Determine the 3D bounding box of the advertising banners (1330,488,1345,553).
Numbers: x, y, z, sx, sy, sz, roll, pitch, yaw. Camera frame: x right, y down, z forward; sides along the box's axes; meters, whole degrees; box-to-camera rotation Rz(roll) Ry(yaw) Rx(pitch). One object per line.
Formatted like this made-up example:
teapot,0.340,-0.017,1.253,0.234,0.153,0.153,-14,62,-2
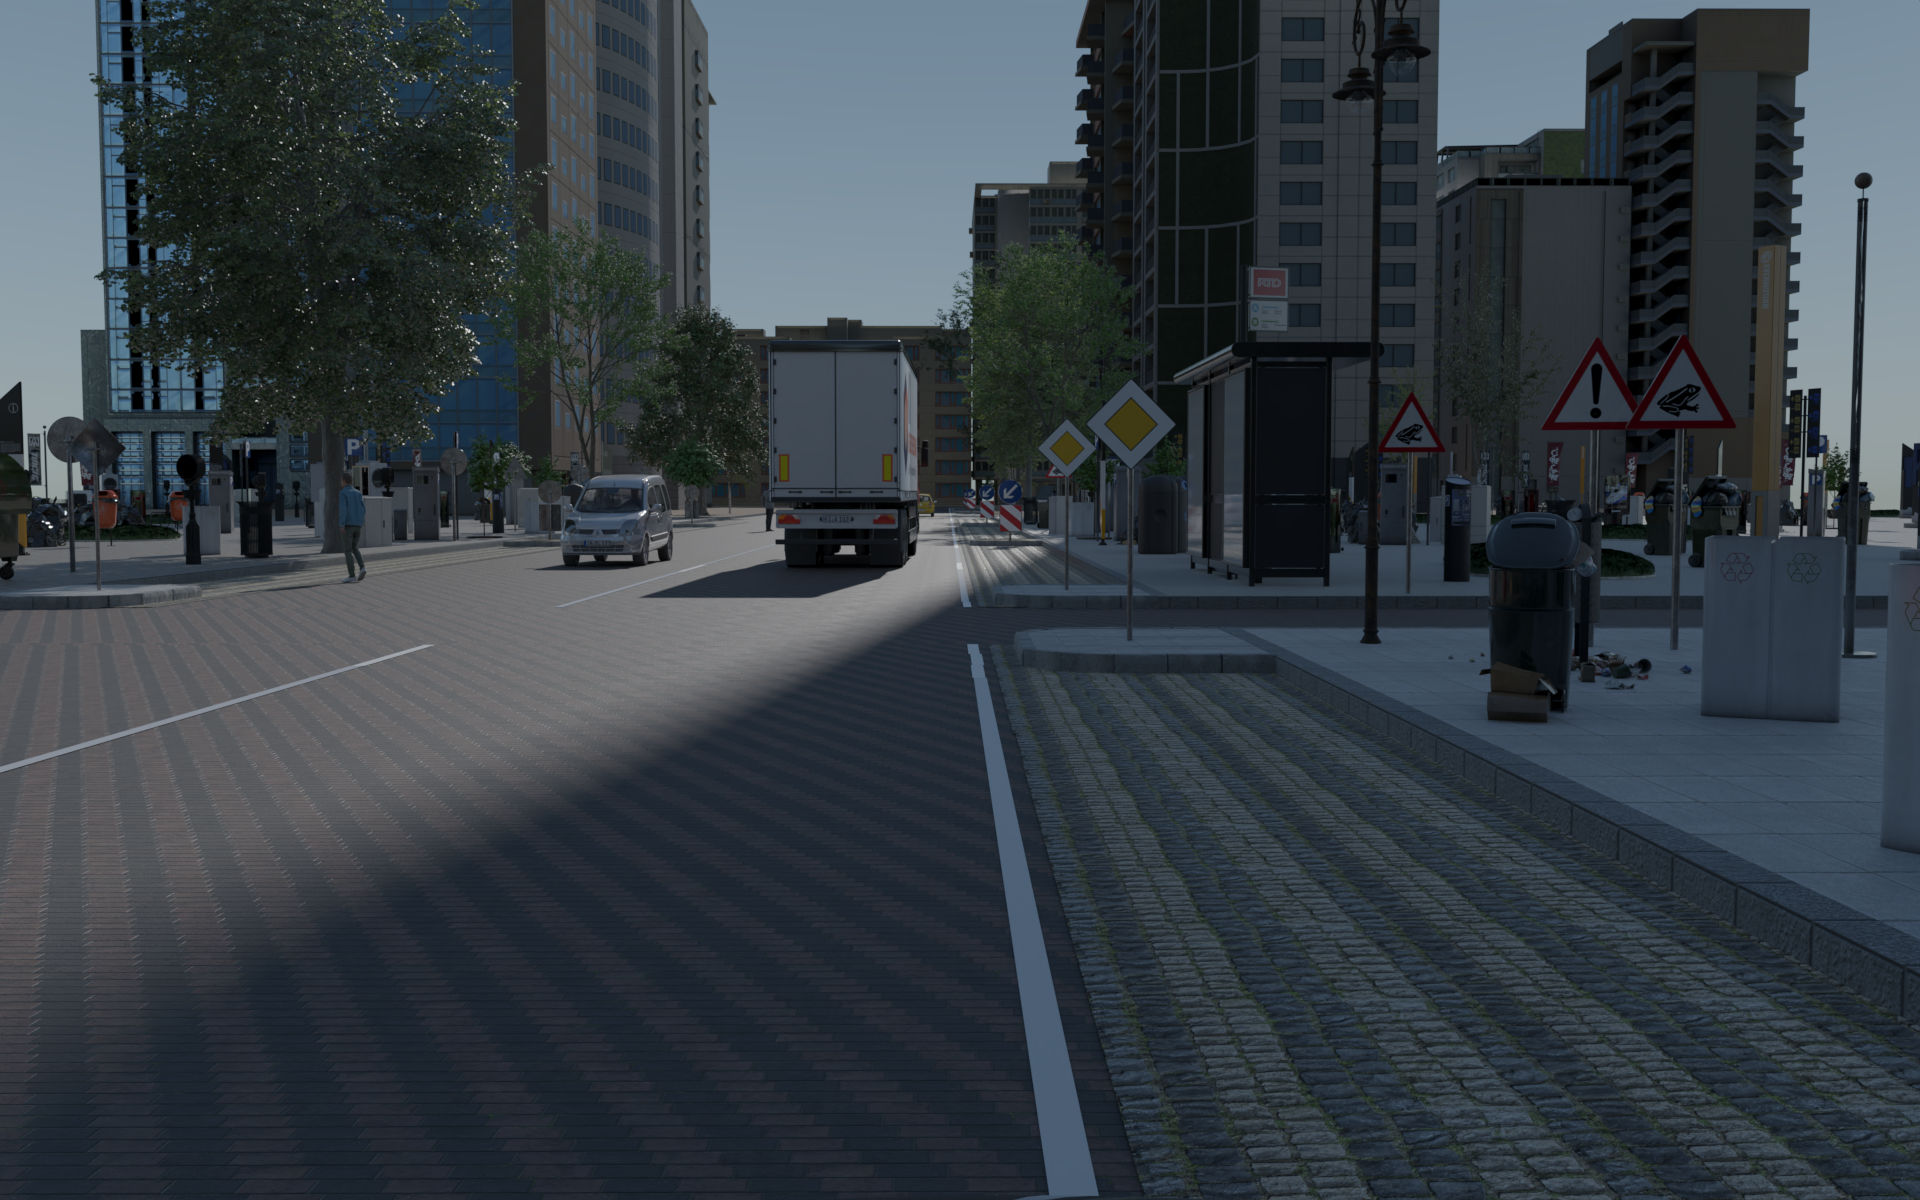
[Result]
advertising banners,7.533,-2.501,37.087,2.074,3.025,0.090,-3,4,-38

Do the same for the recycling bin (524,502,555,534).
recycling bin,-13.743,-2.697,56.647,0.722,1.027,0.722,3,5,39

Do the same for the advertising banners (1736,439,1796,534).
advertising banners,25.752,-3.628,55.512,2.074,3.025,0.090,3,5,43

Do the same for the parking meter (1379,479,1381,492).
parking meter,14.833,-3.353,60.538,0.255,1.863,0.399,-1,4,-15

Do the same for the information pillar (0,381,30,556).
information pillar,-19.736,-2.736,36.092,0.504,3.616,0.183,0,4,1

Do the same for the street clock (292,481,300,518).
street clock,-36.235,-5.506,94.600,0.358,2.002,0.471,0,4,4

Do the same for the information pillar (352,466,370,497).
information pillar,-15.631,-2.491,45.221,0.304,2.012,0.304,2,4,25

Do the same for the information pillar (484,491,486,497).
information pillar,-21.944,-5.449,80.443,0.183,3.616,0.504,2,4,27

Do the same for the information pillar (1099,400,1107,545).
information pillar,3.580,-3.182,43.378,0.183,3.616,0.504,0,4,0

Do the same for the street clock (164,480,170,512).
street clock,-40.454,-5.126,88.377,0.358,2.002,0.471,-1,4,-14

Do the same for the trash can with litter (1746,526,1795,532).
trash can with litter,27.643,-2.931,58.979,1.678,1.210,2.233,1,4,19

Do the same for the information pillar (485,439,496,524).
information pillar,-20.008,-5.066,74.187,0.183,3.616,0.504,0,4,6

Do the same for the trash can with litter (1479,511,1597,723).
trash can with litter,3.368,0.079,10.093,0.624,1.170,1.055,1,4,21

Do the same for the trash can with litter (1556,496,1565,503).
trash can with litter,31.219,-4.762,89.246,0.624,1.170,1.055,-3,5,-41

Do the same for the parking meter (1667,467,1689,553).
parking meter,15.527,-1.944,37.491,0.255,1.863,0.399,-2,4,-30

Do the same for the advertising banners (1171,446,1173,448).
advertising banners,7.276,-4.099,63.205,2.074,3.025,0.090,-2,4,-34

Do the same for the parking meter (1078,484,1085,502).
parking meter,5.438,-4.383,77.369,0.255,1.863,0.399,0,4,-3

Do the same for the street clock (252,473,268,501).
street clock,-27.384,-3.862,67.707,0.471,2.002,0.358,-2,4,-29

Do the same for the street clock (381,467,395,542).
street clock,-15.322,-2.559,46.411,0.358,2.002,0.471,0,4,-2

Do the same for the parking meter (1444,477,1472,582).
parking meter,7.303,-1.040,25.421,0.372,1.533,0.369,0,3,0

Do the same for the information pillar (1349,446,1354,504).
information pillar,19.309,-5.753,85.419,0.183,3.616,0.504,0,4,-6

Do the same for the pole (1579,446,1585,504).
pole,26.457,-4.882,73.671,0.158,3.312,0.155,0,3,0

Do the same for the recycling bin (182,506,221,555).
recycling bin,-16.083,-1.479,36.730,0.722,1.027,0.722,-2,4,-24

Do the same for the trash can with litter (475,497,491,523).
trash can with litter,-20.854,-3.983,76.512,0.624,1.170,1.055,2,4,29

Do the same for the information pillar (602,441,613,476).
information pillar,-15.687,-5.238,76.999,0.504,3.616,0.183,-3,5,-40

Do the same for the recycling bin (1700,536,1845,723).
recycling bin,4.759,0.148,10.133,0.722,1.027,0.722,2,4,27

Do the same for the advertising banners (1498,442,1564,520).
advertising banners,19.282,-3.813,58.527,2.074,3.025,0.090,2,4,27

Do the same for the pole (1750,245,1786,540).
pole,6.682,-1.254,14.344,0.158,3.312,0.155,0,3,0

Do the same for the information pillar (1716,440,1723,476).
information pillar,32.678,-5.090,74.579,0.183,3.616,0.504,3,5,40

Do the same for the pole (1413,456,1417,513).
pole,24.090,-5.987,91.727,0.158,3.312,0.155,0,3,0

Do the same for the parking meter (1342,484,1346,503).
parking meter,20.142,-5.167,90.188,0.399,1.863,0.255,-1,4,-14

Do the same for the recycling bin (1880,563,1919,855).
recycling bin,3.818,0.392,6.140,0.722,1.027,0.722,-2,4,-28

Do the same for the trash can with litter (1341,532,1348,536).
trash can with litter,11.090,-2.588,53.366,2.233,1.210,1.678,0,4,5

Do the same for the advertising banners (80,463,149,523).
advertising banners,-27.236,-3.639,55.681,2.074,3.025,0.090,-2,4,-32

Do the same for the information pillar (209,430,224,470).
information pillar,-26.808,-4.352,62.518,0.504,3.616,0.183,0,4,3

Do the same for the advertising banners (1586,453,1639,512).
advertising banners,27.623,-4.719,73.351,2.074,3.025,0.090,1,4,15

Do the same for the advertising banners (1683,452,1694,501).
advertising banners,30.186,-4.633,71.930,0.090,3.025,2.074,1,4,9

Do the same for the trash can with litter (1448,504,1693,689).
trash can with litter,4.394,-0.085,12.449,1.678,1.210,2.233,1,4,15

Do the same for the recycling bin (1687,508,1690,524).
recycling bin,22.453,-2.427,52.240,0.722,1.027,0.722,0,4,-6

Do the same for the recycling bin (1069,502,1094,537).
recycling bin,3.659,-2.443,52.502,0.722,1.027,0.722,-1,4,-8

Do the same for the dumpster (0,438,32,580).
dumpster,-14.653,-1.378,25.030,1.502,2.255,1.985,0,4,0

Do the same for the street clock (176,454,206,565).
street clock,-13.965,-1.647,31.499,0.471,2.002,0.358,1,4,17

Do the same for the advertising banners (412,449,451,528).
advertising banners,-20.330,-4.305,66.578,2.074,3.025,0.090,2,4,32

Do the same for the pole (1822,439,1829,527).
pole,32.324,-4.335,64.721,0.158,3.312,0.155,0,3,0

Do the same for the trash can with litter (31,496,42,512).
trash can with litter,-31.040,-2.919,58.786,1.678,1.210,2.233,0,4,-2

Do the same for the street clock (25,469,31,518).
street clock,-27.337,-2.812,50.548,0.358,2.002,0.471,0,3,0
